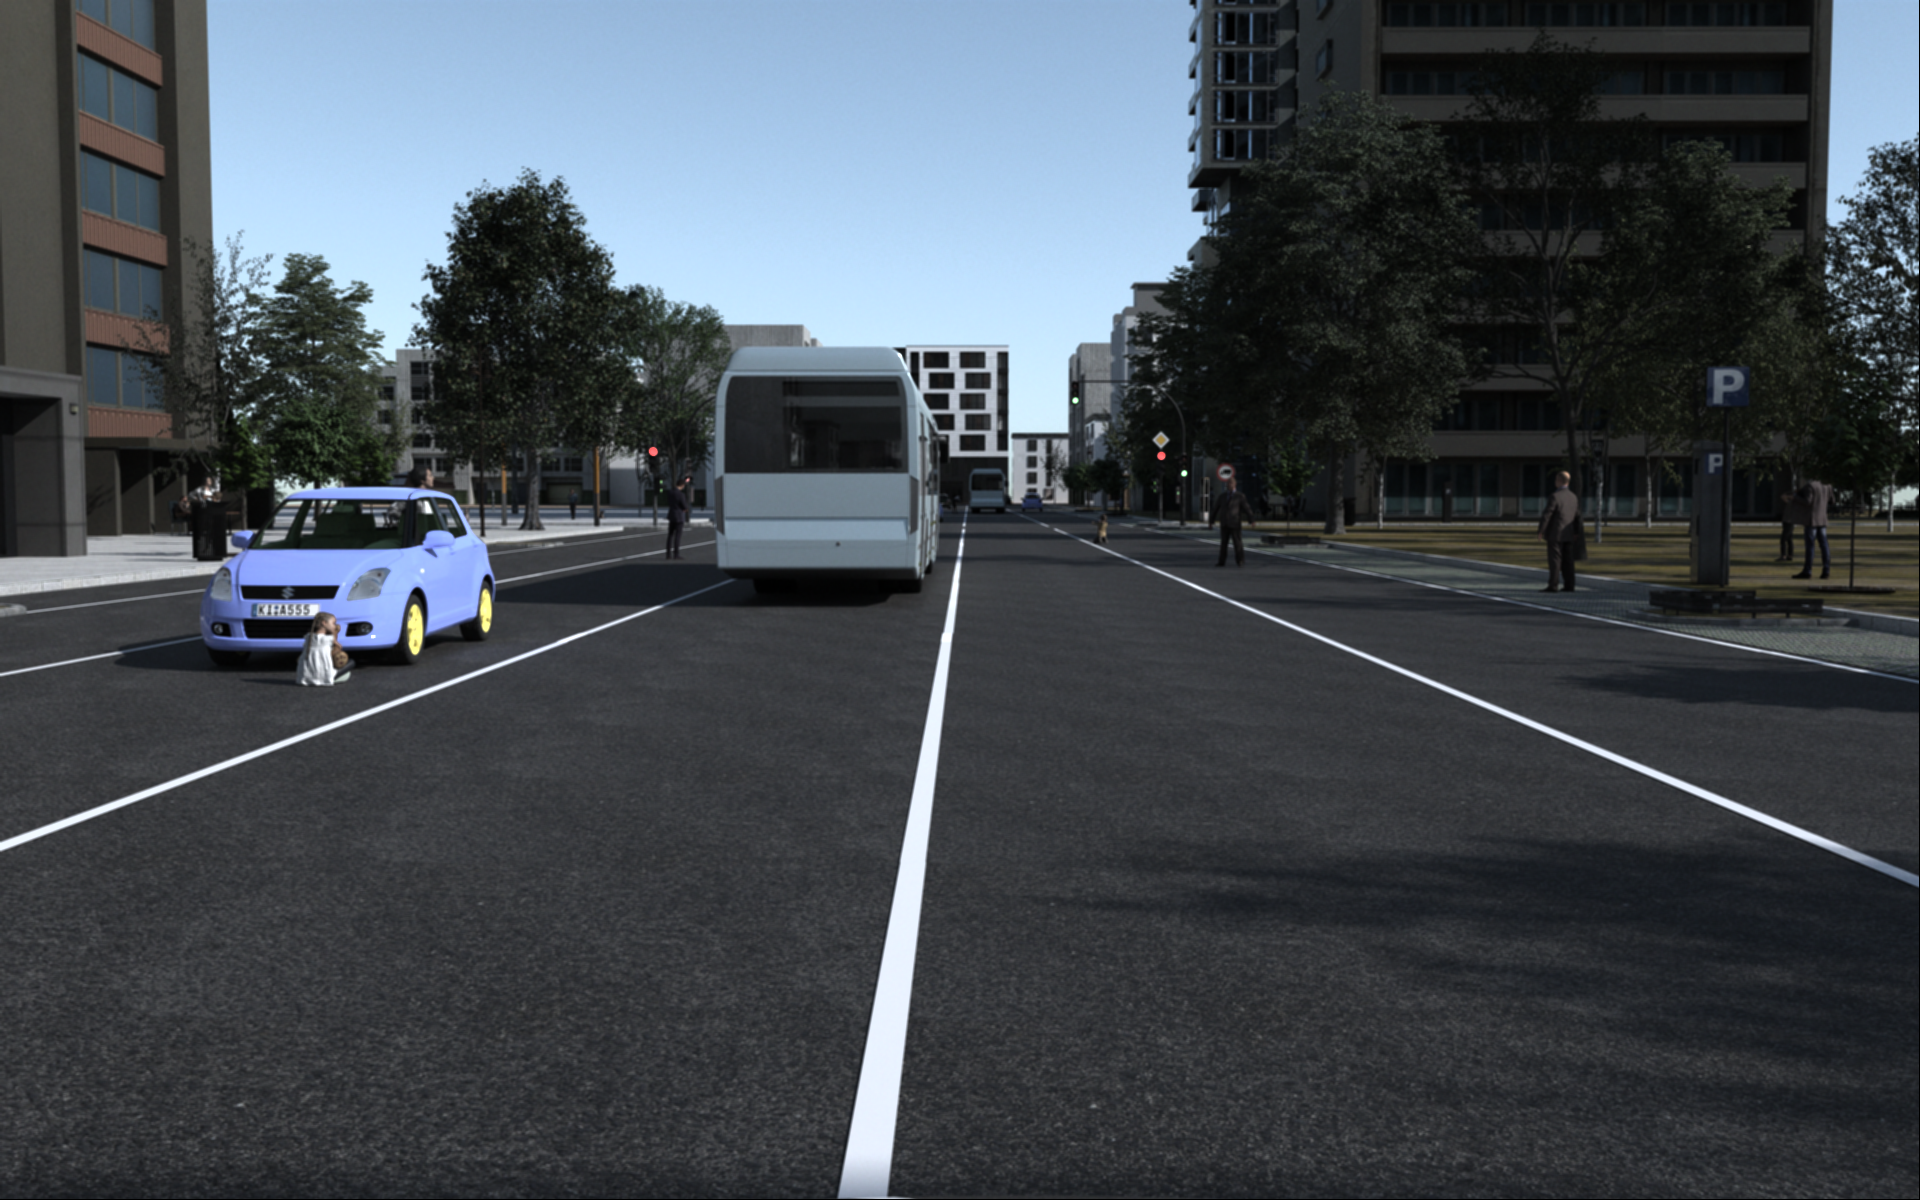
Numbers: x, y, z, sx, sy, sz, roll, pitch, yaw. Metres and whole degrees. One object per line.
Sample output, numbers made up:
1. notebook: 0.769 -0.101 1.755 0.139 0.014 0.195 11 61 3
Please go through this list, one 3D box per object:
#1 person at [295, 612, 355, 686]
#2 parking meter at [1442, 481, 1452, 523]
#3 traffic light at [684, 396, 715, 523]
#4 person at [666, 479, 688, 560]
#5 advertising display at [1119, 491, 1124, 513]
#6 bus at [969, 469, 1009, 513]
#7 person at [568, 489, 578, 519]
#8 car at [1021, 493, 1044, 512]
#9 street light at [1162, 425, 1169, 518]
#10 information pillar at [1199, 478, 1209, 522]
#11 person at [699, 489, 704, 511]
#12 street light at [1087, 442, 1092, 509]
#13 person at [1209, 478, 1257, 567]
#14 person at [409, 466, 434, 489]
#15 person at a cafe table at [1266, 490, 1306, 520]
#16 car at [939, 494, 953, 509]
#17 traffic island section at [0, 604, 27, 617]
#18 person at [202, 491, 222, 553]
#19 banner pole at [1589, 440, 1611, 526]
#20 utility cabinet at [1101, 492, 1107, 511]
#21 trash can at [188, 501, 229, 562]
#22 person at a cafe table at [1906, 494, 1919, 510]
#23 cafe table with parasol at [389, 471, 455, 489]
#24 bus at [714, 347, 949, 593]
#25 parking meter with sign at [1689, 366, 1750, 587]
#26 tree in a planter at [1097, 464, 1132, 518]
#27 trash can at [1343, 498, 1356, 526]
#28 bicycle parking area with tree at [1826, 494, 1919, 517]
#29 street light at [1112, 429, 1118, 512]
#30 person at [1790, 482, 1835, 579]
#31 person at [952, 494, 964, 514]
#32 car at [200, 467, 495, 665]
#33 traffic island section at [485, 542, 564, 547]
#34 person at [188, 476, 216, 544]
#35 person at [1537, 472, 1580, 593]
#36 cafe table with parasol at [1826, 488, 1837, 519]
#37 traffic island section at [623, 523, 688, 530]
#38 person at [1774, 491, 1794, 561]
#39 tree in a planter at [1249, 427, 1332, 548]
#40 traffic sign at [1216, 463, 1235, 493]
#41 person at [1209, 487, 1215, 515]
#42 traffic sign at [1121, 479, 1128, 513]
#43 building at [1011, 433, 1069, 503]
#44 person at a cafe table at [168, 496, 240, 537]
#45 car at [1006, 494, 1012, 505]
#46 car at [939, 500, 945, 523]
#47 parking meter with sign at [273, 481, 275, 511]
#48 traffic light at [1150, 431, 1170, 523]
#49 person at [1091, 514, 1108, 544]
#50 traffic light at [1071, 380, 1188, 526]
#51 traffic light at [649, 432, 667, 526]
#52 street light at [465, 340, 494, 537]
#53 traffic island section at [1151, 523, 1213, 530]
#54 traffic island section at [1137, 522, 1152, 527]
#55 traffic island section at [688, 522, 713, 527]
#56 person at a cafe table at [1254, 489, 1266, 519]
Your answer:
1. person: -4.796 0.362 13.056 0.381 0.543 0.357 0 4 6
2. parking meter: 21.703 -4.373 77.205 0.399 1.863 0.255 0 4 -2
3. traffic light: -10.089 -6.288 77.477 4.771 5.953 1.251 0 4 0
4. person: -6.169 -1.774 37.949 0.683 1.767 0.568 2 4 32
5. advertising display: 10.984 -6.887 117.814 0.123 1.923 0.974 0 4 -4
6. bus: 2.200 -8.409 132.340 2.948 3.499 13.247 0 4 2
7. person: -19.522 -4.840 87.389 0.499 1.552 0.429 2 4 29
8. car: 5.967 -8.152 142.868 1.945 1.707 3.694 0 4 2
9. street light: 11.090 -7.405 93.853 0.468 5.910 1.993 0 4 0
10. information pillar: 11.100 -4.541 78.734 0.304 2.012 0.304 -3 4 -37
11. person: -19.533 -7.538 130.755 0.415 1.643 0.593 -2 4 -28
12. street light: 11.343 -10.970 152.144 0.468 5.910 1.993 0 4 0
13. person: 5.365 -1.540 34.228 0.990 1.755 0.434 2 4 32
14. person: -5.876 -0.583 18.753 0.376 1.734 0.841 1 4 12
15. person at a cafe table: 16.477 -4.783 86.718 1.622 1.524 1.698 2 4 24
16. car: -1.711 -9.390 163.306 2.009 1.686 4.222 0 4 2
17. traffic island section: -12.194 0.157 20.304 1.991 0.108 1.994 0 4 0
18. person: -16.308 -1.701 37.761 0.435 1.345 0.340 -1 4 -21
19. banner pole: 25.861 -4.887 69.914 0.863 3.779 0.401 1 4 20
20. utility cabinet: 11.001 -7.544 132.027 0.318 1.500 1.173 0 4 -3
21. trash can: -14.355 -1.313 33.124 0.748 1.137 0.748 0 3 0
22. person at a cafe table: 57.587 -5.817 103.615 1.698 1.524 1.622 1 4 15
23. cafe table with parasol: -16.463 -2.869 51.771 2.610 1.966 2.610 0 4 0
24. bus: -1.735 -2.042 28.240 2.948 3.499 13.247 0 4 1
25. parking meter with sign: 10.694 -1.731 24.566 0.543 3.016 1.738 1 4 14
26. tree in a planter: 9.107 -6.423 102.243 1.991 3.239 1.994 0 4 0
27. trash can: 15.664 -3.568 69.996 0.748 1.137 0.748 0 3 0
28. bicycle parking area with tree: 50.495 -6.881 99.498 9.016 4.147 8.231 0 4 6
29. street light: 11.120 -9.205 123.282 0.468 5.910 1.993 0 4 0
30. person: 12.875 -1.181 26.181 0.655 1.722 0.431 -1 4 -17
31. person: -0.205 -6.870 124.017 0.628 1.438 0.799 3 4 38
32. car: -5.424 -0.368 15.613 1.945 1.707 3.694 0 4 -1
33. traffic island section: -12.037 -1.523 47.772 1.991 0.108 1.994 0 4 0
34. person: -19.406 -2.312 44.568 0.376 1.734 0.841 3 5 40
35. person: 8.679 -0.986 25.178 0.990 1.755 0.434 -2 4 -34
36. cafe table with parasol: 43.464 -5.091 88.098 2.610 1.966 2.610 0 4 -4
37. traffic island section: -12.262 -2.894 69.603 2.009 0.180 2.903 0 4 0
38. person: 15.816 -1.420 33.177 0.340 1.345 0.435 2 4 27
39. tree in a planter: 8.823 -3.010 46.441 1.991 3.239 1.994 0 4 0
40. traffic sign: 10.794 -4.302 70.442 0.768 2.556 0.104 0 4 5
41. person: 15.396 -6.067 105.962 0.376 1.734 0.841 1 4 10
42. traffic sign: 11.218 -7.130 118.704 0.606 2.300 0.079 1 4 10
43. building: 21.237 -18.387 242.777 28.070 9.664 9.099 0 4 0
44. person at a cafe table: -23.249 -2.568 52.855 1.726 1.238 1.698 1 4 11
45. car: 5.806 -13.225 226.009 2.009 1.686 4.222 0 4 1
46. car: -1.747 -4.796 88.013 1.945 1.707 3.694 0 4 2
47. parking meter with sign: -31.173 -4.937 76.977 1.738 3.016 0.543 1 4 20
48. traffic light: 8.940 -5.409 77.360 0.839 4.253 0.868 0 4 0
49. person: 4.031 -2.050 49.949 0.347 0.859 0.695 -1 4 -22
50. traffic light: 6.807 -5.785 69.245 4.771 5.953 1.251 0 4 0
51. traffic light: -12.222 -4.926 69.468 0.839 4.253 0.868 0 4 0
52. street light: -14.381 -4.846 52.015 0.468 5.910 1.993 0 4 0
53. traffic island section: 8.939 -2.887 69.489 2.009 0.180 2.903 0 4 0
54. traffic island section: 8.980 -3.376 77.474 2.009 0.180 2.903 0 4 0
55. traffic island section: -12.221 -3.383 77.588 2.009 0.180 2.903 0 4 0
56. person at a cafe table: 16.168 -5.010 90.422 1.622 1.524 1.698 -2 4 -24
